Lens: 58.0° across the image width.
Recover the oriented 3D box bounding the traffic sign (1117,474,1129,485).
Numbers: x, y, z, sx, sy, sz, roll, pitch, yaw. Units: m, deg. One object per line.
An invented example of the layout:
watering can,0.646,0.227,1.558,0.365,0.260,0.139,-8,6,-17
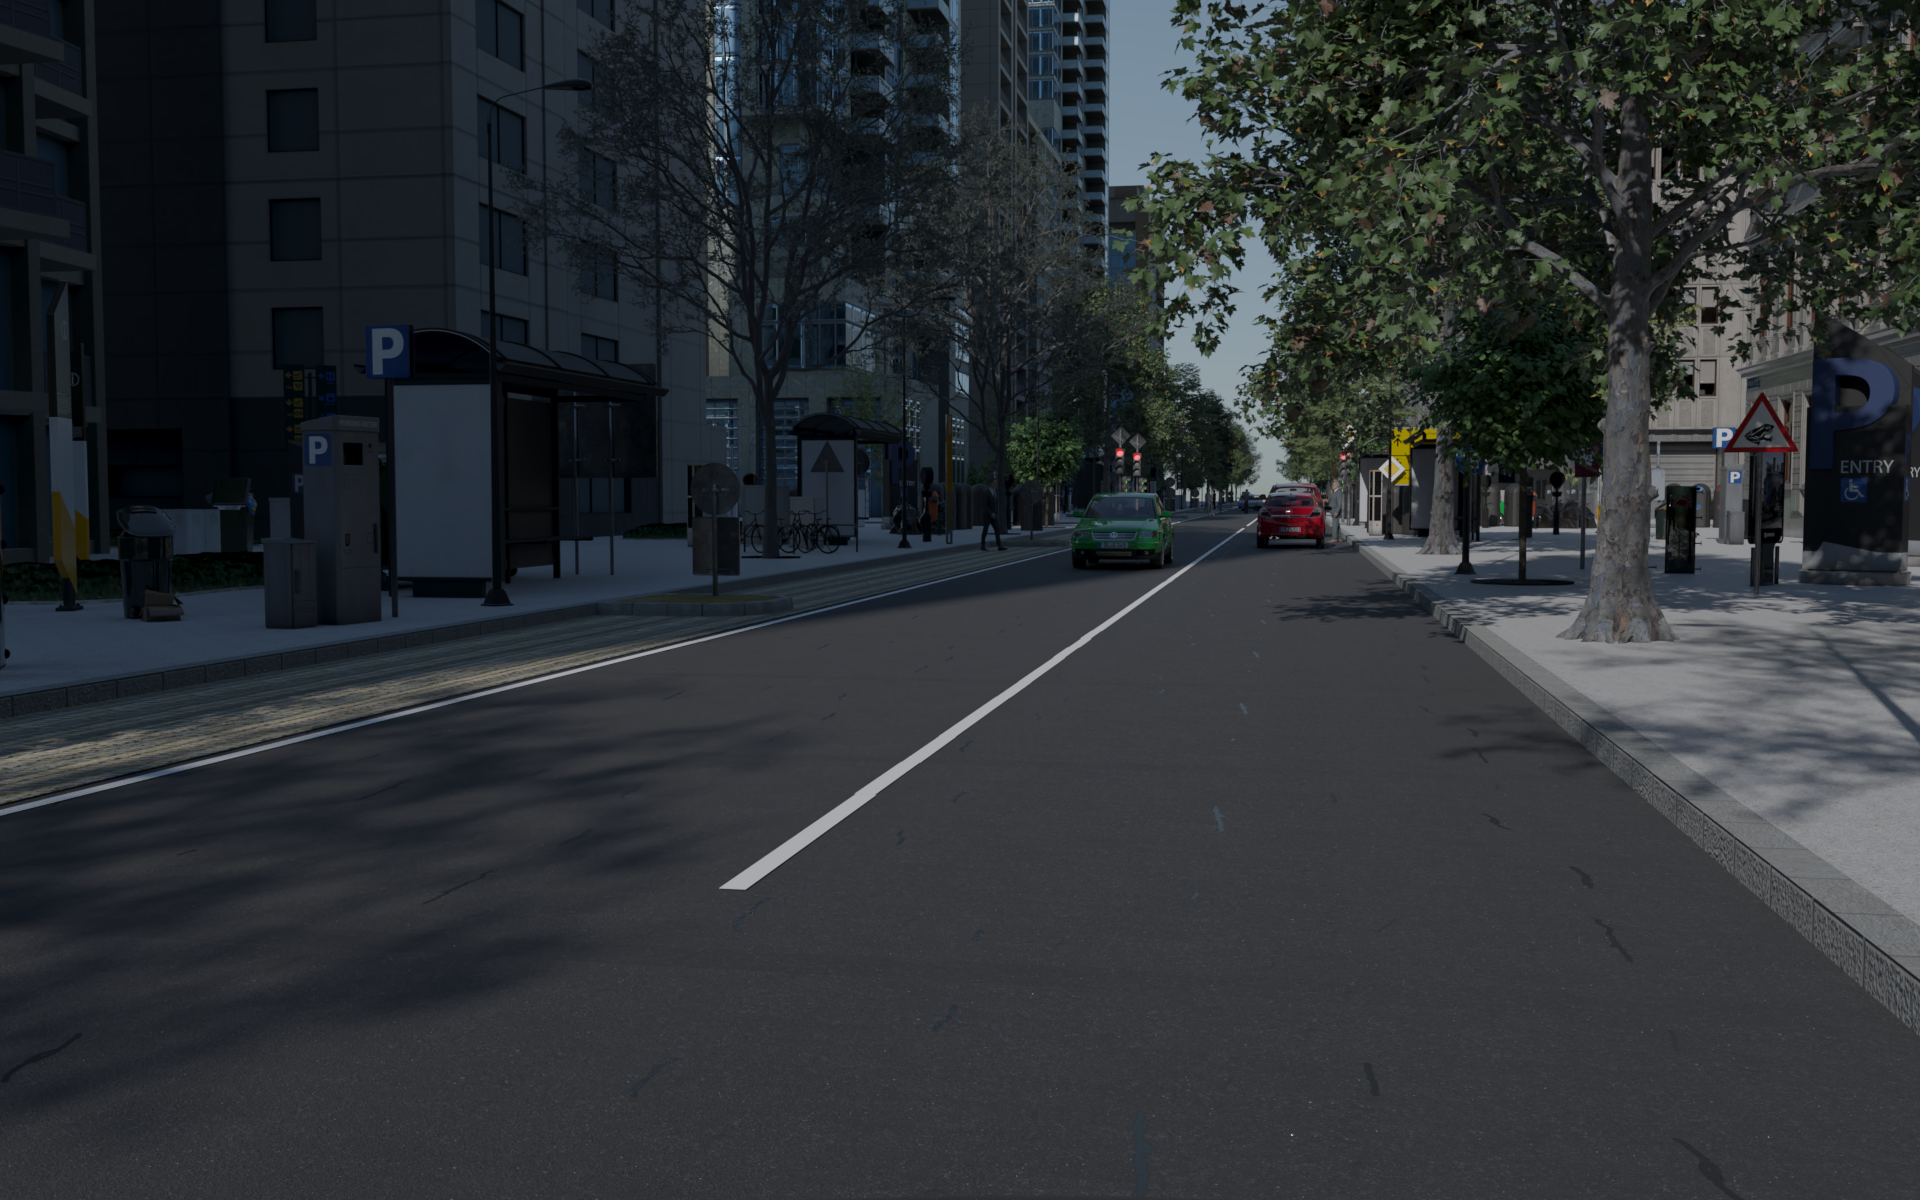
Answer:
traffic sign,9.141,-5.927,97.019,0.768,2.556,0.104,1,4,14

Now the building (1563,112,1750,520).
building,42.755,-16.609,89.579,19.932,24.808,12.078,1,4,11

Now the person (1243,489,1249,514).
person,21.092,-7.282,127.745,0.473,1.802,0.592,2,4,32

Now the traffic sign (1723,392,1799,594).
traffic sign,10.242,-1.357,22.199,0.884,2.594,0.081,1,4,16

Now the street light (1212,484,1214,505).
street light,25.203,-12.460,176.262,1.470,5.913,1.316,1,4,11

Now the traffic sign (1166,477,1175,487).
traffic sign,15.572,-7.854,128.524,0.768,2.556,0.104,1,4,16

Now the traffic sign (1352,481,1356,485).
traffic sign,22.418,-6.097,99.688,0.884,2.594,0.081,1,4,14

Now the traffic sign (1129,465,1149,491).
traffic sign,12.365,-7.929,123.513,2.265,3.308,0.079,1,4,20

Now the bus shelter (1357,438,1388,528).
bus shelter,15.182,-4.171,62.113,2.014,3.302,5.546,1,4,11

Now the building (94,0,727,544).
building,-20.515,-37.592,52.878,20.611,71.187,20.563,1,4,11

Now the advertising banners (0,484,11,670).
advertising banners,-6.785,-0.967,12.002,0.090,3.025,2.074,-2,4,-23

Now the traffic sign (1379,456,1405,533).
traffic sign,13.048,-3.132,52.389,0.795,2.450,0.064,1,4,12

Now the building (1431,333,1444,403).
building,55.843,-32.187,176.363,14.600,45.320,14.200,1,4,11

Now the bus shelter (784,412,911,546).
bus shelter,-2.867,-3.165,45.664,2.014,3.302,5.546,1,4,11

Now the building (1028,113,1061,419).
building,-3.846,-29.271,170.465,32.217,40.220,23.993,1,4,11

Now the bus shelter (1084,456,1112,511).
bus shelter,8.733,-7.164,108.407,1.731,3.624,6.357,1,4,11

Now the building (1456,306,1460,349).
building,52.699,-23.935,163.033,14.160,30.474,14.107,1,4,11

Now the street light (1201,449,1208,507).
street light,21.179,-11.153,154.886,1.470,5.913,1.316,1,4,11

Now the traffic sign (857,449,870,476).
traffic sign,-2.923,-2.993,49.034,0.768,2.556,0.104,1,4,15

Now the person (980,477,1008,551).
person,0.832,-2.142,43.300,0.755,1.850,0.659,3,4,38

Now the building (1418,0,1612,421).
building,63.170,-40.038,196.624,21.231,58.520,28.212,1,4,11

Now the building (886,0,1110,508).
building,6.351,-53.971,195.091,22.319,86.520,31.000,1,4,11

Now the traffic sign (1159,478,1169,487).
traffic sign,14.722,-7.692,125.763,0.884,2.594,0.081,1,4,14

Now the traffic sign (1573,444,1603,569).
traffic sign,10.606,-1.794,29.439,0.768,2.556,0.104,1,4,16

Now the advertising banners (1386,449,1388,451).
advertising banners,16.335,-4.261,65.862,0.090,3.025,2.074,0,4,6

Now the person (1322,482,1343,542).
person,11.083,-2.614,51.417,0.590,1.801,0.661,0,4,-1

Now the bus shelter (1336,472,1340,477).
bus shelter,32.923,-9.378,147.255,2.014,3.302,5.546,1,4,11

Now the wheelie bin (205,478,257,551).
wheelie bin,-13.958,-1.549,33.236,0.980,1.594,0.693,0,4,-8

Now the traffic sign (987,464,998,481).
traffic sign,1.498,-4.487,73.468,0.768,2.556,0.104,1,4,17

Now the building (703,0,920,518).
building,-11.302,-48.623,107.661,22.319,86.520,31.000,1,4,11

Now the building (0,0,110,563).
building,-27.632,-22.586,23.909,22.147,44.769,28.867,1,4,11

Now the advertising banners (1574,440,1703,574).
advertising banners,10.896,-1.946,28.011,2.074,3.025,0.090,1,4,17

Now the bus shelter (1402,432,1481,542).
bus shelter,13.690,-3.369,49.009,2.014,3.302,5.546,1,4,11

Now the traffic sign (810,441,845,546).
traffic sign,-3.263,-2.601,42.536,0.884,2.594,0.081,1,4,14

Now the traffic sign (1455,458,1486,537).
traffic sign,13.421,-2.783,45.600,0.768,2.556,0.104,1,4,13

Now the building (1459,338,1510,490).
building,46.773,-18.017,136.382,13.314,21.916,24.055,1,4,11

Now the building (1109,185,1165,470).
building,21.003,-39.852,275.280,21.300,48.544,21.600,1,4,11

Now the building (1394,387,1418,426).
building,72.688,-35.592,265.531,14.154,41.232,14.086,1,4,11

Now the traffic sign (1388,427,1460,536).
traffic sign,14.109,-3.578,52.373,2.265,3.308,0.079,1,4,14

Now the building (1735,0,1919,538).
building,28.620,-12.791,45.291,11.583,22.565,21.152,1,4,11

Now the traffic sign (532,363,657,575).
traffic sign,-5.801,-2.051,27.401,2.265,3.308,0.079,1,4,20

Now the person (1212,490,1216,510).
person,23.519,-9.282,160.291,0.705,1.821,1.348,0,4,3

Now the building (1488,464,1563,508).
building,43.098,-19.509,112.478,14.314,27.812,24.014,1,4,11

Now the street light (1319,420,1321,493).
street light,18.985,-7.050,87.804,1.470,5.913,1.316,1,4,11

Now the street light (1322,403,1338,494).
street light,15.477,-5.956,69.914,1.470,5.913,1.316,1,4,11

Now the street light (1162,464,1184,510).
street light,14.894,-9.169,122.462,1.470,5.913,1.316,1,4,11

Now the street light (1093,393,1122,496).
street light,6.741,-6.563,79.839,1.470,5.913,1.316,1,4,11

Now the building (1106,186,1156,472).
building,21.495,-37.084,256.427,14.600,45.320,14.200,1,4,11

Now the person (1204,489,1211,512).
person,18.942,-7.585,132.496,0.713,1.824,0.794,-1,4,-12

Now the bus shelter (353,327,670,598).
bus shelter,-5.917,-1.828,23.813,2.014,3.302,5.546,1,4,11

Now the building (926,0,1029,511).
building,-3.025,-42.976,140.902,20.563,71.187,20.611,1,4,11

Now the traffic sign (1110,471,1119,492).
traffic sign,8.726,-5.960,97.547,0.768,2.556,0.104,1,4,14

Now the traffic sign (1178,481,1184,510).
traffic sign,17.857,-8.477,140.729,0.606,2.300,0.079,1,4,17

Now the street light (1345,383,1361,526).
street light,11.565,-4.663,48.777,1.470,5.913,1.316,1,4,11

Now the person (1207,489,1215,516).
person,16.494,-6.422,113.769,0.573,1.790,0.520,1,4,12

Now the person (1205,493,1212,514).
person,18.109,-7.046,126.303,0.503,1.515,0.523,0,4,-6

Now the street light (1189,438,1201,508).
street light,18.934,-10.461,143.574,1.470,5.913,1.316,1,4,11

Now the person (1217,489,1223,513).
person,19.301,-7.344,128.591,0.388,1.821,0.555,-2,4,-24
